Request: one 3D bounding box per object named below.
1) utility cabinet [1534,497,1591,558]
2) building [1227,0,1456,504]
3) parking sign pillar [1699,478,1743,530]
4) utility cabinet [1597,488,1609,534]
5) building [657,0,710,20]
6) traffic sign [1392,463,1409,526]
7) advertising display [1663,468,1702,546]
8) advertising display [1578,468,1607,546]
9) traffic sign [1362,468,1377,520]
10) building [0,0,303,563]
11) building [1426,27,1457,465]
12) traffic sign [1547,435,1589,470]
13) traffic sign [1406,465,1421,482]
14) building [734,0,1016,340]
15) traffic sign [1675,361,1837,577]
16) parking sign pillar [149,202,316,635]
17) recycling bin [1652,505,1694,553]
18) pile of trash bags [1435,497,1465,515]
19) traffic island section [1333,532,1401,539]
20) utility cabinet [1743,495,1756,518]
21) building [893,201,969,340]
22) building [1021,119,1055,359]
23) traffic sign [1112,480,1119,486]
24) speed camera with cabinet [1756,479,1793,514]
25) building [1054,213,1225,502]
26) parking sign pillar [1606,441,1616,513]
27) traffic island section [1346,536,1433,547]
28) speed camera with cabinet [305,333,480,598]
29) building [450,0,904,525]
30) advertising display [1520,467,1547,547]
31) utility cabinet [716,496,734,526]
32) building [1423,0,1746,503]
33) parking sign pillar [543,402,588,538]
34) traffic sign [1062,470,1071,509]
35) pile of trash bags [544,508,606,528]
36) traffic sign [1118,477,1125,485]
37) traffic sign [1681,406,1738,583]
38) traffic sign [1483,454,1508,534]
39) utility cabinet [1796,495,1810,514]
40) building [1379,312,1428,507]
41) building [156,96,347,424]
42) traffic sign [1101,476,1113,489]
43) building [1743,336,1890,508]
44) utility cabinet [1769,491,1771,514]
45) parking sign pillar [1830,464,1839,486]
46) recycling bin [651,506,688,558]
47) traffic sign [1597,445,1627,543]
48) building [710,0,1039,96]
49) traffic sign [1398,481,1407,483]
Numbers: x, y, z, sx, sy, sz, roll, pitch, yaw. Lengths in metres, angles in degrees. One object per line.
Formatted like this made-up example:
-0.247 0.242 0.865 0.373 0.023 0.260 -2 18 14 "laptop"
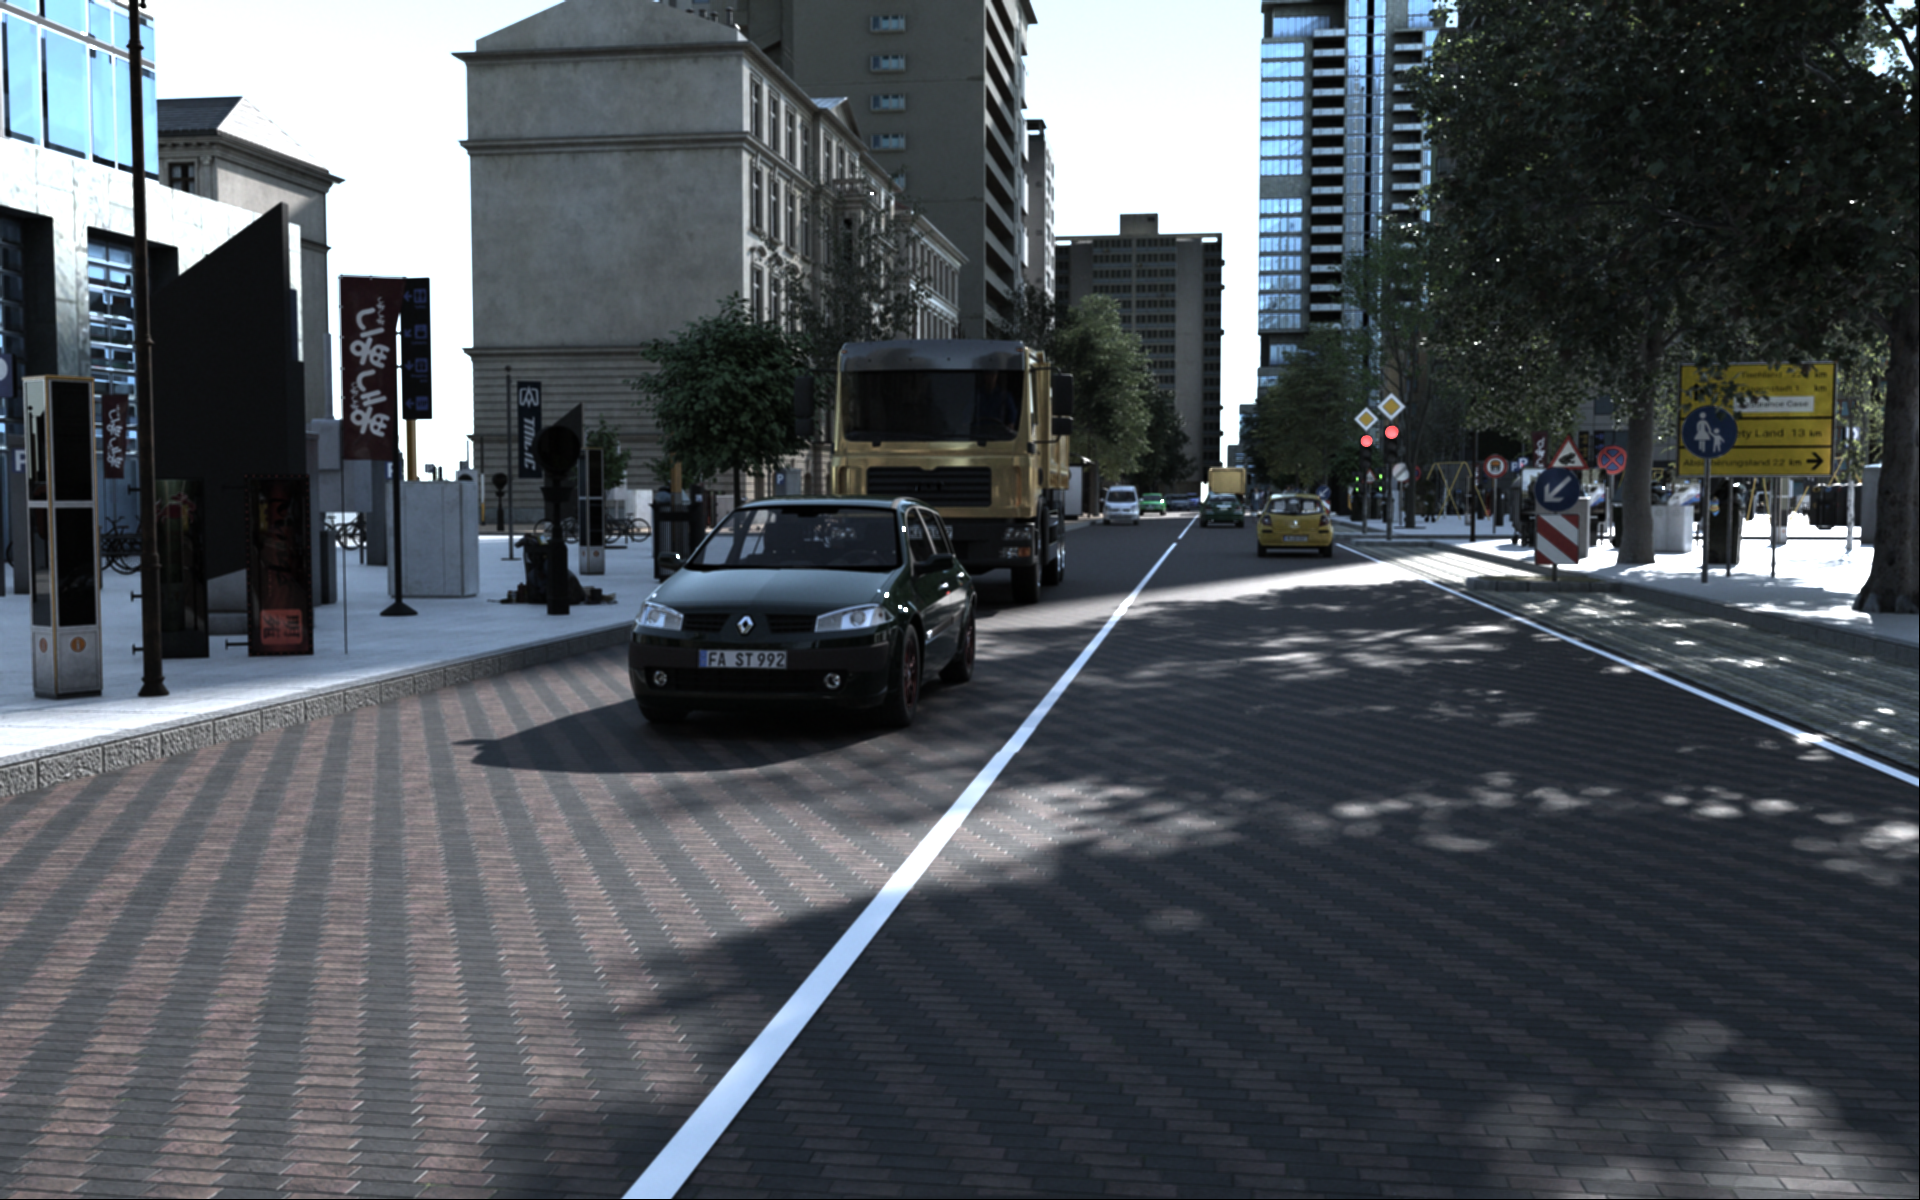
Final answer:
12.130 -1.451 34.891 1.020 1.237 0.306 2 4 32 "utility cabinet"
51.619 -56.159 230.874 31.000 86.520 22.319 1 4 8 "building"
26.977 -4.455 61.308 1.447 3.967 1.447 0 4 4 "parking sign pillar"
20.098 -2.849 55.260 1.173 1.500 0.318 -1 4 -14 "utility cabinet"
-18.242 -39.675 190.693 28.212 58.520 21.231 1 4 8 "building"
17.867 -4.285 70.160 0.768 2.556 0.104 1 4 14 "traffic sign"
17.863 -2.302 42.853 0.974 1.923 0.123 0 4 -6 "advertising display"
15.589 -2.296 42.755 0.974 1.923 0.123 -2 4 -33 "advertising display"
20.360 -5.265 86.087 0.884 2.594 0.081 1 4 16 "traffic sign"
-32.787 -43.910 30.595 31.000 86.520 22.319 1 4 8 "building"
48.945 -28.830 154.959 14.154 41.232 14.086 1 4 8 "building"
13.330 -2.325 38.017 0.884 2.594 0.081 1 4 16 "traffic sign"
19.352 -4.532 74.209 0.768 2.556 0.104 1 4 11 "traffic sign"
-7.140 -31.903 145.317 21.300 48.544 21.600 1 4 8 "building"
12.227 -2.007 26.680 2.265 3.308 0.079 1 4 13 "traffic sign"
-6.877 -1.702 16.293 1.447 3.967 1.447 0 4 3 "parking sign pillar"
15.698 -1.567 38.172 0.722 1.027 0.722 3 4 39 "recycling bin"
29.397 -5.855 105.480 1.912 1.369 3.447 3 5 44 "pile of trash bags"
13.098 -2.061 55.983 2.009 0.180 2.903 1 4 8 "traffic island section"
42.482 -5.047 93.681 1.020 1.237 0.306 0 4 -6 "utility cabinet"
-6.598 -17.103 115.792 11.583 22.565 21.152 1 4 8 "building"
3.211 -31.080 191.747 14.086 41.232 14.154 1 4 8 "building"
11.133 -7.649 125.063 0.884 2.594 0.081 1 4 10 "traffic sign"
51.470 -7.039 109.418 0.660 3.252 2.038 -3 5 -44 "speed camera with cabinet"
24.874 -33.671 242.396 23.993 40.220 32.217 1 4 8 "building"
32.735 -6.064 87.617 1.447 3.967 1.447 2 4 35 "parking sign pillar"
11.936 -1.578 48.083 2.009 0.180 2.903 1 4 8 "traffic island section"
-7.080 -1.664 21.538 2.038 3.252 0.660 0 4 4 "speed camera with cabinet"
-11.443 -16.463 88.255 14.460 24.649 34.723 1 4 8 "building"
13.849 -2.228 41.647 0.123 1.923 0.974 -2 4 -24 "advertising display"
-9.038 -3.371 66.274 1.020 1.237 0.306 0 4 5 "utility cabinet"
48.741 -42.705 136.476 20.563 71.187 20.611 1 4 8 "building"
-11.605 -3.832 51.125 1.447 3.967 1.447 1 4 18 "parking sign pillar"
4.816 -4.949 81.028 0.768 2.556 0.104 1 4 11 "traffic sign"
-15.042 -3.462 66.364 1.912 1.369 3.447 -3 4 -39 "pile of trash bags"
12.093 -8.002 130.938 0.768 2.556 0.104 1 4 9 "traffic sign"
10.769 -1.521 24.974 0.768 2.556 0.104 1 4 9 "traffic sign"
17.232 -3.406 55.798 0.768 2.556 0.104 1 4 16 "traffic sign"
55.287 -6.264 113.576 1.020 1.237 0.306 -2 4 -27 "utility cabinet"
58.106 -20.236 175.900 27.650 21.520 28.899 1 4 8 "building"
-39.590 -13.129 79.281 19.286 19.102 10.561 1 4 8 "building"
10.274 -7.418 121.283 0.884 2.594 0.081 1 4 12 "traffic sign"
91.635 -20.042 172.726 28.899 21.520 27.650 1 4 8 "building"
50.668 -6.043 107.480 0.318 1.500 1.173 0 4 -5 "utility cabinet"
55.713 -7.458 110.413 1.447 3.967 1.447 2 4 30 "parking sign pillar"
-5.896 -1.382 35.157 0.722 1.027 0.722 -1 4 -11 "recycling bin"
16.935 -2.747 45.012 0.768 2.556 0.104 1 4 14 "traffic sign"
-7.783 -35.565 170.732 28.713 52.752 27.495 1 4 8 "building"
20.728 -5.026 82.184 0.884 2.594 0.081 1 4 13 "traffic sign"
